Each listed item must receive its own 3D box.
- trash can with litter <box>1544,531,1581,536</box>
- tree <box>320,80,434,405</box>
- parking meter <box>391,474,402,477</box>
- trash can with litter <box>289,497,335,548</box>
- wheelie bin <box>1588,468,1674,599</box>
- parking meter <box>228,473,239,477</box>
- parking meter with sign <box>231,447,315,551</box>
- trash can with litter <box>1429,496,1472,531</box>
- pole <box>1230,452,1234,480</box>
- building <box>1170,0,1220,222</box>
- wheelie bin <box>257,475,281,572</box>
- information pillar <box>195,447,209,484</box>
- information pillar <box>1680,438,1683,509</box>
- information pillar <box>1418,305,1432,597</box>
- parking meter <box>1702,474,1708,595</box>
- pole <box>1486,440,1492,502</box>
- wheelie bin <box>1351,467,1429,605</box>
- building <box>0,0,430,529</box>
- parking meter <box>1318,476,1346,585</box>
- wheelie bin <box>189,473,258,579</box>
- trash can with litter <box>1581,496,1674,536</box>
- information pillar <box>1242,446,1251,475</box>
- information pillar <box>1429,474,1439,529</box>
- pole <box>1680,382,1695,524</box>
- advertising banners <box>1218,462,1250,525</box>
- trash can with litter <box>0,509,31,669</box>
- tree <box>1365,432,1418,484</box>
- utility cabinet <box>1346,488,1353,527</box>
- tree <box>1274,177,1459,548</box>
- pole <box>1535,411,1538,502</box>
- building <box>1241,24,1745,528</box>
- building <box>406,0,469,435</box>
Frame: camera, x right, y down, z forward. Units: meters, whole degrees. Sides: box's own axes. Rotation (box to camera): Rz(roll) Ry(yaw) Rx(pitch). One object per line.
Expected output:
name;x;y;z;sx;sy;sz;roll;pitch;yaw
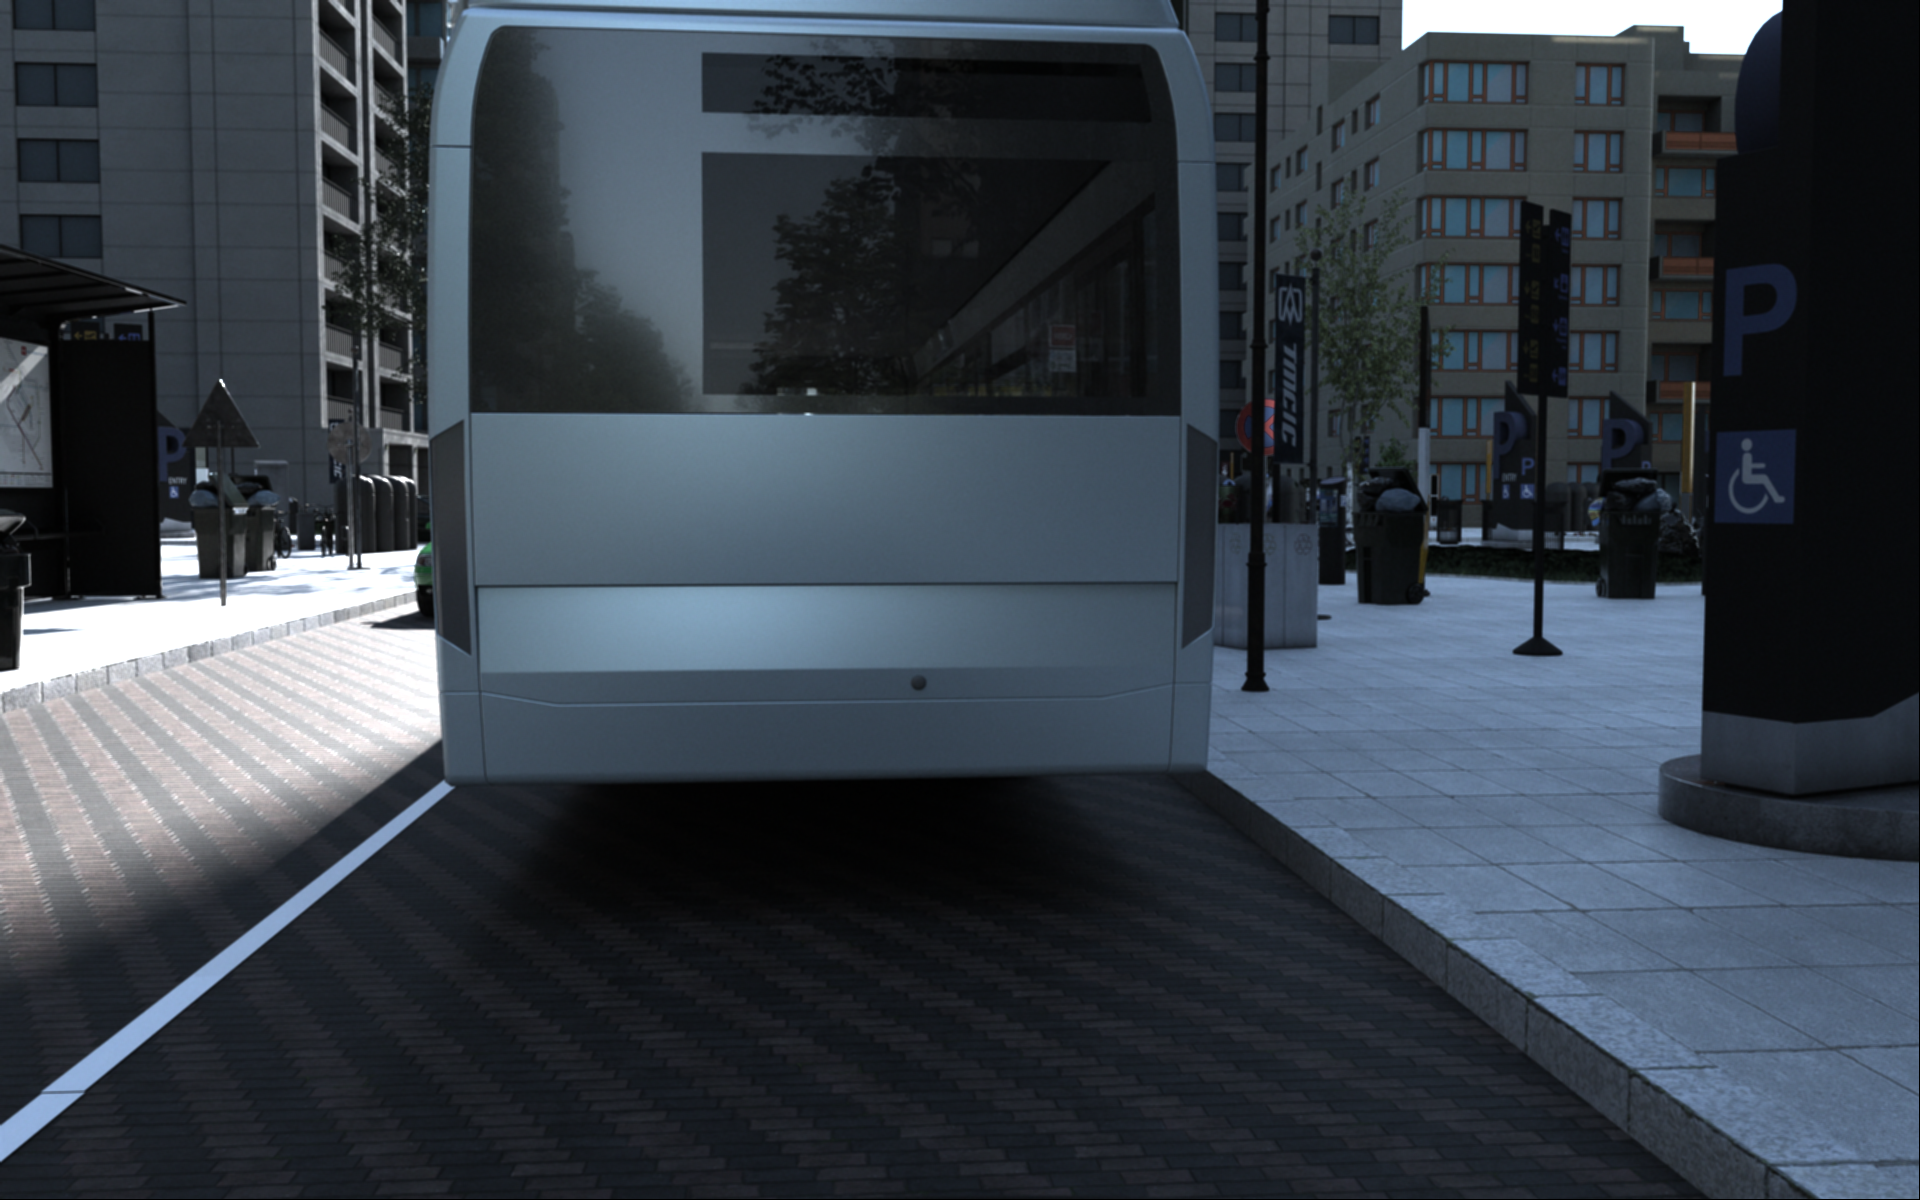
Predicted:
trash can with litter;18.999;-2.571;53.086;2.233;1.210;1.678;2;4;31
tree;-9.386;-6.223;36.165;8.767;10.594;7.601;0;4;-2
parking meter;-16.688;-2.797;51.442;0.255;1.863;0.399;1;4;14
trash can with litter;-15.815;-1.866;41.572;2.233;1.210;1.678;0;4;4
wheelie bin;8.283;-0.823;21.360;0.980;1.594;0.693;0;4;8
parking meter;-20.536;-2.654;49.108;0.255;1.863;0.399;0;4;-5
parking meter with sign;-15.600;-2.632;39.299;1.738;3.016;0.543;-2;4;-30
trash can with litter;16.861;-3.018;60.398;1.678;1.210;2.233;0;4;-6
pole;13.295;-5.558;84.709;0.158;3.312;0.155;0;3;0
building;13.450;-40.754;104.579;20.563;71.187;20.611;0;4;-5
wheelie bin;-11.770;-1.276;28.776;0.980;1.594;0.693;0;4;0
information pillar;-24.347;-3.934;55.673;0.504;3.616;0.183;2;4;25
information pillar;26.569;-4.420;63.630;0.183;3.616;0.504;1;4;11
information pillar;5.842;-1.862;21.805;0.183;3.616;0.504;1;4;22
parking meter;9.599;-0.825;21.900;0.372;1.533;0.369;0;3;0
pole;19.961;-4.377;65.399;0.158;3.312;0.155;0;3;0
wheelie bin;5.011;-0.754;20.230;0.693;1.594;0.980;-2;4;-28
building;-32.366;-38.729;71.472;20.563;71.187;20.611;0;4;-5
parking meter;5.288;-0.990;24.592;0.372;1.533;0.369;0;3;0
wheelie bin;-11.304;-1.132;26.410;0.693;1.594;0.980;0;4;0
trash can with litter;15.614;-1.722;39.216;1.678;1.210;2.233;-2;4;-33
information pillar;13.117;-5.380;79.316;0.504;3.616;0.183;1;4;8
information pillar;17.641;-3.665;64.421;0.304;2.012;0.304;1;4;18
pole;13.272;-2.309;31.603;0.158;3.312;0.155;0;3;0
advertising banners;3.191;-1.760;24.964;2.074;3.025;0.090;2;4;33
trash can with litter;-7.351;-0.078;12.669;1.055;1.170;0.624;1;4;19
tree;13.306;-3.617;53.733;1.663;3.219;1.824;0;3;0
utility cabinet;14.586;-3.483;65.625;0.318;1.500;1.173;2;4;25
tree;9.555;-5.562;41.303;4.737;8.622;4.395;0;3;0
pole;14.157;-2.964;42.309;0.158;3.312;0.155;0;3;0
building;30.658;-14.370;79.994;28.899;21.520;27.650;0;4;-5
building;-48.389;-33.978;175.155;30.456;49.044;23.786;0;4;-5
